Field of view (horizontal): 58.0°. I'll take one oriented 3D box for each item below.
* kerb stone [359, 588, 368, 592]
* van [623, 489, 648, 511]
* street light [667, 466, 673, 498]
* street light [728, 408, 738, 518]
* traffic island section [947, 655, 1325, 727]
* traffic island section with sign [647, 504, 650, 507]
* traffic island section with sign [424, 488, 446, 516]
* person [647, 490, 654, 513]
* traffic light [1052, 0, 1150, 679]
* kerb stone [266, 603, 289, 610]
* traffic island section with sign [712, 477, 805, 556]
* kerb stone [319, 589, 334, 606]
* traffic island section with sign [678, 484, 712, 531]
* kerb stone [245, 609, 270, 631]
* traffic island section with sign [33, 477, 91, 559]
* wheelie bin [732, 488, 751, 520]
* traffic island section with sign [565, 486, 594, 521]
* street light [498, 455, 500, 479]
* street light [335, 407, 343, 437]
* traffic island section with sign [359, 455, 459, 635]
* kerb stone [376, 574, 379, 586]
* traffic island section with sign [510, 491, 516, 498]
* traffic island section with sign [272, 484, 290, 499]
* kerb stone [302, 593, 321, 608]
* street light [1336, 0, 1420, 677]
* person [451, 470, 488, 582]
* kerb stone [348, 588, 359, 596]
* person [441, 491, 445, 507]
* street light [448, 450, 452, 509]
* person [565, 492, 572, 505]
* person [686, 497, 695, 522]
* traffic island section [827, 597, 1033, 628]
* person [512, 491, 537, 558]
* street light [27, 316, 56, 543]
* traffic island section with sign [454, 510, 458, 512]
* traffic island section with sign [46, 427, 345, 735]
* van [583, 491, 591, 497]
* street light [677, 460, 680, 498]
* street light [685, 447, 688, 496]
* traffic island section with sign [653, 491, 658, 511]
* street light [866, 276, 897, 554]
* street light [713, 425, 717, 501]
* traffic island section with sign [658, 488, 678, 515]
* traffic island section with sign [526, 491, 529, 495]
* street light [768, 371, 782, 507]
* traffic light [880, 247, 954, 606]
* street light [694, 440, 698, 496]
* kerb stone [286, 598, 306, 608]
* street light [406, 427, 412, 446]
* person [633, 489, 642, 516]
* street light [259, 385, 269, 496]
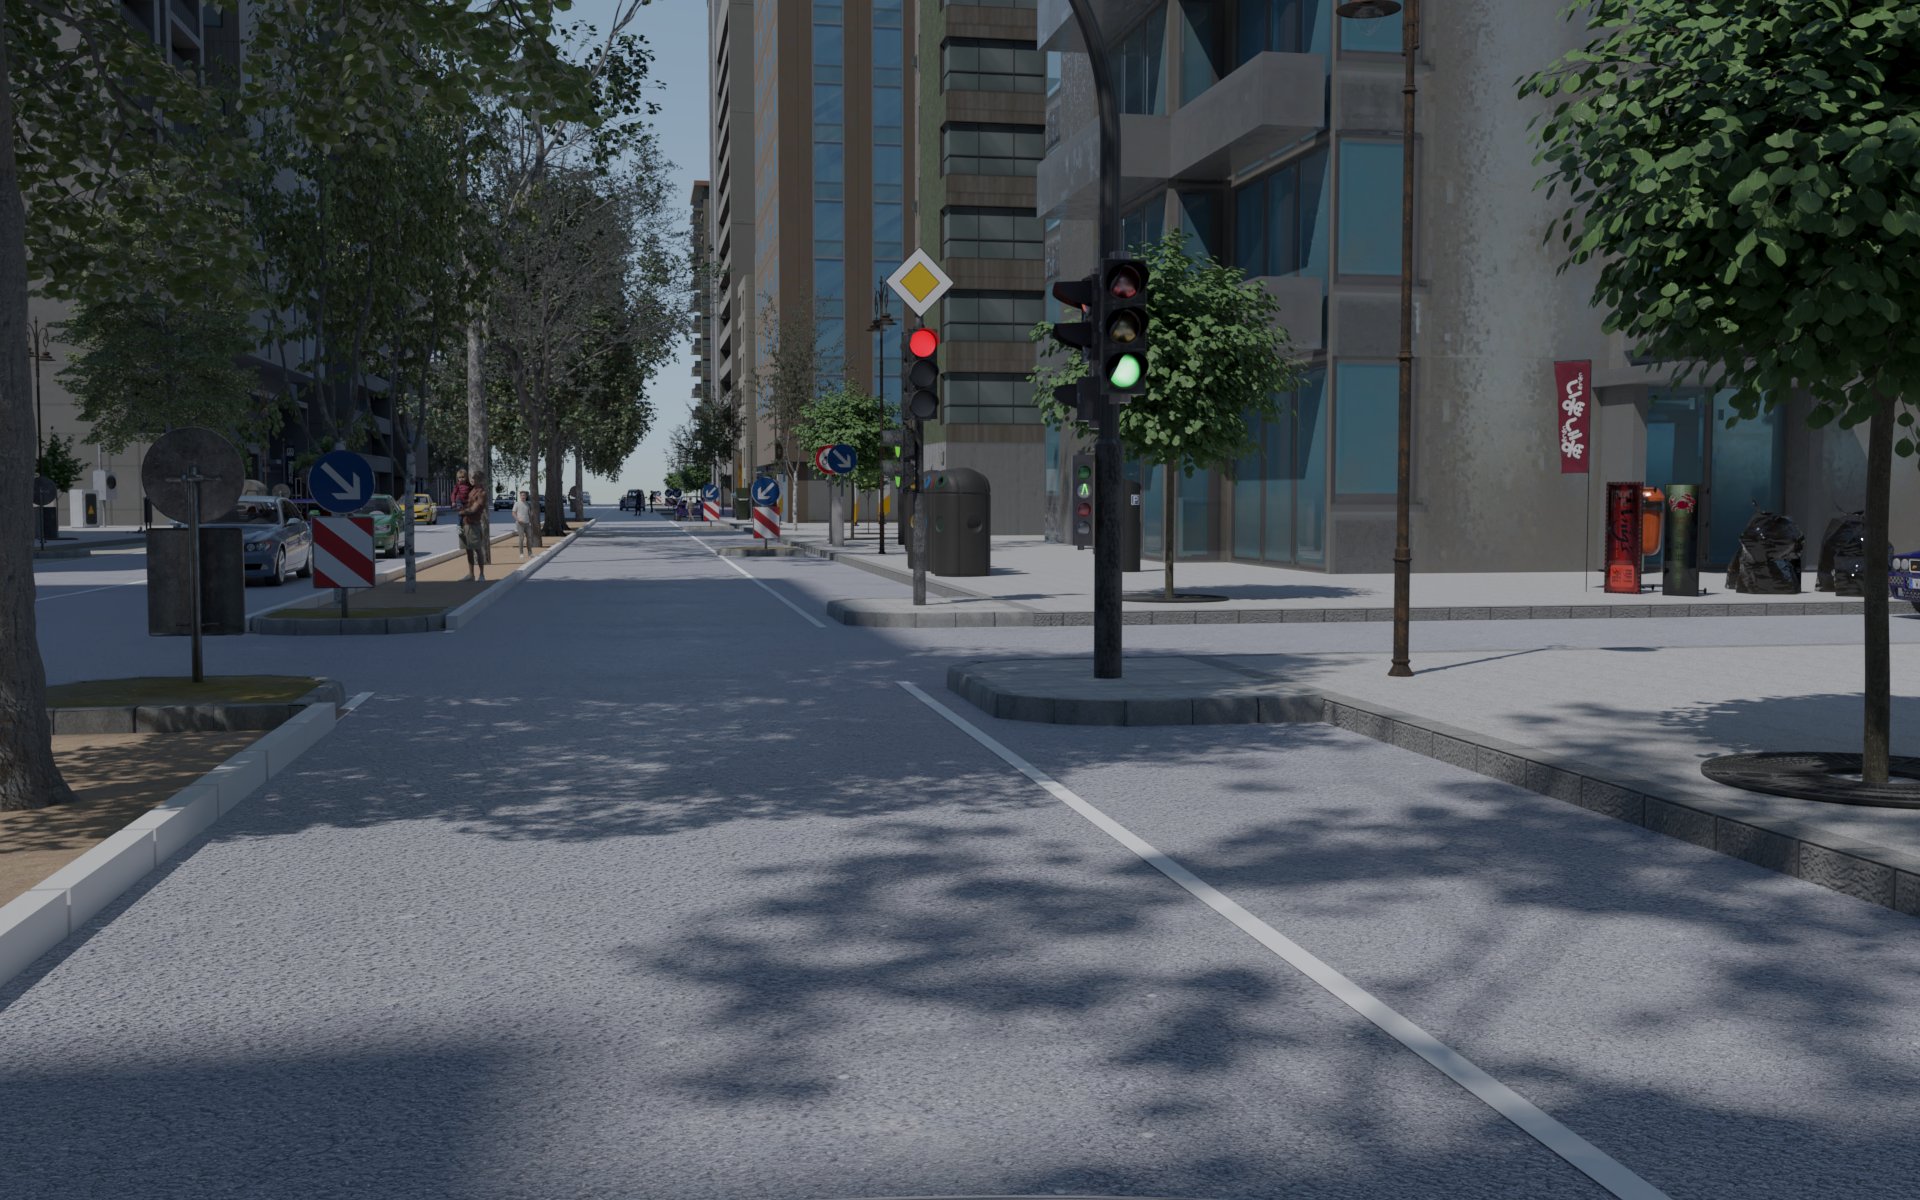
[{"bbox_3d":[-8.845,-0.199,25.452,0.120,0.150,1.000,-1,4,-11],"label":"kerb stone"},{"bbox_3d":[-27.437,-8.527,146.433,2.013,2.044,4.112,-1,4,-11],"label":"van"},{"bbox_3d":[-42.112,-16.953,249.966,0.468,5.910,1.993,-1,4,-11],"label":"street light"},{"bbox_3d":[-12.183,-7.354,93.019,0.468,5.910,1.993,-1,4,-11],"label":"street light"},{"bbox_3d":[1.045,0.620,12.141,2.009,0.180,2.903,-1,4,-11],"label":"traffic island section"},{"bbox_3d":[-34.675,-11.613,198.507,1.989,1.847,2.006,-1,4,-11],"label":"traffic island section with sign"},{"bbox_3d":[-35.120,-6.483,114.620,1.989,1.847,2.006,-1,4,-11],"label":"traffic island section with sign"},{"bbox_3d":[-23.953,-7.628,134.046,0.721,1.723,1.217,-2,4,-27],"label":"person"},{"bbox_3d":[-1.035,-2.252,11.491,4.771,5.953,1.251,-1,4,-11],"label":"traffic light"},{"bbox_3d":[-7.714,0.170,19.418,0.120,0.150,1.000,-1,4,-11],"label":"kerb stone"},{"bbox_3d":[-4.736,-1.970,40.830,1.989,1.847,2.006,-1,4,-11],"label":"traffic island section with sign"},{"bbox_3d":[-8.275,-0.010,22.435,0.120,0.150,1.000,-1,4,-11],"label":"kerb stone"},{"bbox_3d":[-9.945,-3.644,68.207,1.989,1.847,2.006,-1,4,-11],"label":"traffic island section with sign"},{"bbox_3d":[-7.515,0.233,18.416,0.120,0.150,1.000,-1,4,-11],"label":"kerb stone"},{"bbox_3d":[-20.720,-1.847,38.832,1.989,1.847,2.006,-1,4,-11],"label":"traffic island section with sign"},{"bbox_3d":[-10.773,-4.740,85.402,0.980,1.594,0.693,-1,4,-17],"label":"wheelie bin"},{"bbox_3d":[-20.509,-5.149,92.323,2.006,1.907,1.989,-1,4,-11],"label":"traffic island section with sign"},{"bbox_3d":[-53.910,-14.047,202.455,0.468,5.910,1.993,-1,4,-11],"label":"street light"},{"bbox_3d":[-32.897,-7.284,91.887,0.468,5.910,1.993,-1,4,-11],"label":"street light"},{"bbox_3d":[-6.482,-0.634,18.500,2.006,1.907,1.989,-1,4,-11],"label":"traffic island section with sign"},{"bbox_3d":[-9.045,-0.261,26.460,0.120,0.150,1.000,-1,4,-11],"label":"kerb stone"},{"bbox_3d":[-50.535,-11.451,195.856,1.989,1.847,2.006,-1,4,-11],"label":"traffic island section with sign"},{"bbox_3d":[-25.865,-3.505,65.931,1.989,1.847,2.006,-1,4,-11],"label":"traffic island section with sign"},{"bbox_3d":[-8.093,0.047,21.429,0.120,0.150,1.000,-1,4,-11],"label":"kerb stone"},{"bbox_3d":[3.111,-2.401,12.049,0.468,5.910,1.993,-1,4,-11],"label":"street light"},{"bbox_3d":[-7.974,-1.206,28.200,0.580,1.828,0.573,-1,4,-10],"label":"person"},{"bbox_3d":[-8.666,-0.137,24.441,0.120,0.150,1.000,-1,4,-11],"label":"kerb stone"},{"bbox_3d":[-50.947,-9.869,170.781,0.530,1.710,0.541,-1,4,-11],"label":"person"},{"bbox_3d":[-43.609,-10.739,148.370,0.468,5.910,1.993,-1,4,-11],"label":"street light"},{"bbox_3d":[-50.728,-13.160,224.495,0.721,1.723,1.217,2,4,31],"label":"person"},{"bbox_3d":[-13.763,-4.623,88.366,0.640,1.303,0.475,2,4,35],"label":"person"},{"bbox_3d":[-0.445,0.140,19.986,2.009,0.180,2.903,-1,4,-11],"label":"traffic island section"},{"bbox_3d":[-9.741,-1.693,38.773,0.523,1.515,0.503,1,4,12],"label":"person"},{"bbox_3d":[-23.998,-4.426,45.152,0.468,5.910,1.993,-1,4,-11],"label":"street light"},{"bbox_3d":[-40.203,-8.122,141.429,1.989,1.847,2.006,-1,4,-11],"label":"traffic island section with sign"},{"bbox_3d":[-5.110,-0.189,11.221,2.006,1.907,1.989,-1,4,-11],"label":"traffic island section with sign"},{"bbox_3d":[-52.326,-14.313,241.025,2.013,2.044,4.112,-1,4,-9],"label":"van"},{"bbox_3d":[-31.449,-13.518,193.799,0.468,5.910,1.993,-1,4,-11],"label":"street light"},{"bbox_3d":[-26.662,-11.997,168.945,0.468,5.910,1.993,-1,4,-11],"label":"street light"},{"bbox_3d":[-24.446,-8.316,144.586,1.989,1.847,2.006,-1,4,-11],"label":"traffic island section with sign"},{"bbox_3d":[-1.667,-3.917,36.825,0.468,5.910,1.993,-1,4,-11],"label":"street light"},{"bbox_3d":[-15.889,-8.527,112.208,0.468,5.910,1.993,-1,4,-11],"label":"street light"},{"bbox_3d":[-19.372,-6.684,117.908,1.989,1.847,2.006,-1,4,-11],"label":"traffic island section with sign"},{"bbox_3d":[-55.662,-13.101,222.833,1.989,1.847,2.006,-1,4,-11],"label":"traffic island section with sign"},{"bbox_3d":[-6.909,-5.635,64.925,0.468,5.910,1.993,-1,4,-11],"label":"street light"},{"bbox_3d":[-0.486,-1.893,19.865,0.839,4.253,0.868,-1,4,-11],"label":"traffic light"},{"bbox_3d":[-21.340,-10.267,140.645,0.468,5.910,1.993,-1,4,-11],"label":"street light"},{"bbox_3d":[-7.901,0.110,20.423,0.120,0.150,1.000,-1,4,-11],"label":"kerb stone"},{"bbox_3d":[-38.230,-9.008,120.071,0.468,5.910,1.993,-1,4,-11],"label":"street light"},{"bbox_3d":[-21.461,-6.485,114.974,0.568,1.767,0.683,1,4,22],"label":"person"},{"bbox_3d":[-29.364,-6.143,73.228,0.468,5.910,1.993,-1,4,-11],"label":"street light"}]
